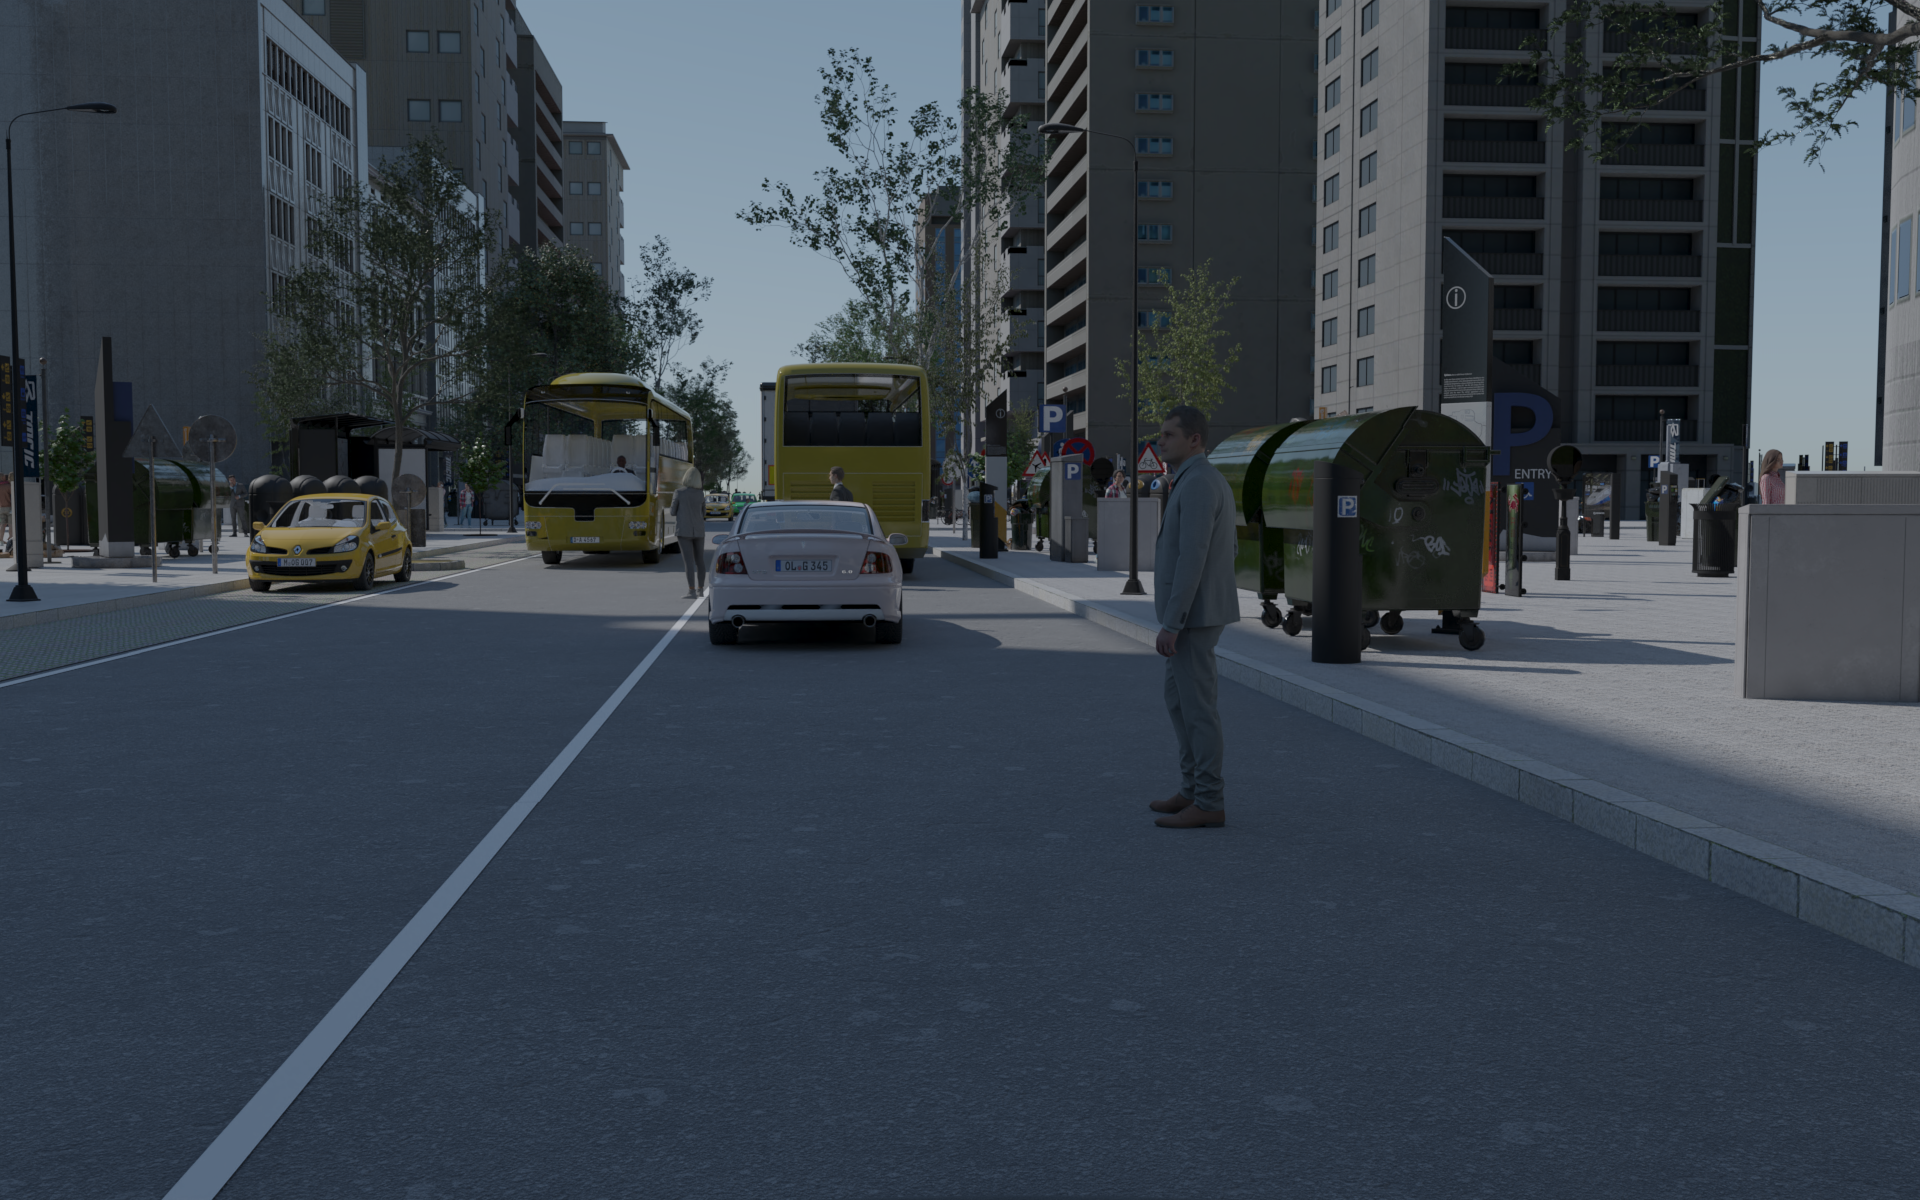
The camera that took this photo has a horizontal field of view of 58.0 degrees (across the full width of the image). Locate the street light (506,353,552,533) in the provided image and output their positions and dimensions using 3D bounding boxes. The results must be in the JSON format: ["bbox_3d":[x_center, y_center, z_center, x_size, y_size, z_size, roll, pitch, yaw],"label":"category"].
[{"bbox_3d":[-14.285,-5.177,57.186,1.470,5.913,1.316,0,4,-6],"label":"street light"}]

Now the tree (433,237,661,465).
[{"bbox_3d":[-18.129,-9.811,77.413,9.611,12.733,9.660,0,3,0],"label":"tree"}]

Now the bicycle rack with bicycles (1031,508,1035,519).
[{"bbox_3d":[3.308,-4.121,80.757,2.925,0.926,2.852,-2,4,-32],"label":"bicycle rack with bicycles"}]

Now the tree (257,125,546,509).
[{"bbox_3d":[-13.938,-6.662,43.343,7.601,10.594,8.767,-1,4,-9],"label":"tree"}]

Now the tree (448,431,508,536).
[{"bbox_3d":[-14.588,-3.574,53.040,1.663,3.219,1.824,0,3,0],"label":"tree"}]

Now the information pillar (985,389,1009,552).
[{"bbox_3d":[0.819,-2.883,38.488,0.504,3.616,0.183,0,4,-7],"label":"information pillar"}]

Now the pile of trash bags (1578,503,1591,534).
[{"bbox_3d":[19.997,-2.837,56.131,1.912,1.369,3.447,0,4,2],"label":"pile of trash bags"}]

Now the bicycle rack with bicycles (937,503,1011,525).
[{"bbox_3d":[0.346,-3.603,72.299,2.925,0.926,2.852,-1,4,-15],"label":"bicycle rack with bicycles"}]

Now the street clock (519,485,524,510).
[{"bbox_3d":[-34.875,-8.158,137.956,0.471,2.002,0.358,-1,4,-18],"label":"street clock"}]

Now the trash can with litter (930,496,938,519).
[{"bbox_3d":[-1.645,-4.701,88.249,1.055,1.170,0.624,2,4,27],"label":"trash can with litter"}]

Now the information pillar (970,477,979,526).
[{"bbox_3d":[0.591,-3.933,68.798,0.304,2.012,0.304,3,4,38],"label":"information pillar"}]

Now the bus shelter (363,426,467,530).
[{"bbox_3d":[-16.854,-3.671,53.939,2.014,3.302,5.546,0,4,-6],"label":"bus shelter"}]

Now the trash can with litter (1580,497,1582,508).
[{"bbox_3d":[42.173,-6.425,116.436,1.055,1.170,0.624,-3,5,-40],"label":"trash can with litter"}]

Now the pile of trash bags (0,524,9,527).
[{"bbox_3d":[-38.348,-3.596,68.551,3.447,1.369,1.912,1,4,14],"label":"pile of trash bags"}]

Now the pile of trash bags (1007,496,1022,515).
[{"bbox_3d":[2.951,-5.860,105.562,3.447,1.369,1.912,1,4,11],"label":"pile of trash bags"}]

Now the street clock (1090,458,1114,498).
[{"bbox_3d":[2.832,-1.835,34.579,0.471,2.002,0.358,0,4,4],"label":"street clock"}]

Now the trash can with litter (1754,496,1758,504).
[{"bbox_3d":[54.145,-6.569,118.782,1.055,1.170,0.624,2,4,31],"label":"trash can with litter"}]

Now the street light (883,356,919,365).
[{"bbox_3d":[-1.907,-5.255,58.461,1.470,5.913,1.316,0,4,-6],"label":"street light"}]

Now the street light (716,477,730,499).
[{"bbox_3d":[-30.684,-15.410,224.489,1.470,5.913,1.316,0,4,-6],"label":"street light"}]

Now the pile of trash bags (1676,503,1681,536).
[{"bbox_3d":[23.478,-2.645,53.000,3.447,1.369,1.912,1,4,14],"label":"pile of trash bags"}]

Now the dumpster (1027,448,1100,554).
[{"bbox_3d":[2.341,-2.157,37.759,1.502,2.255,1.985,0,4,-5],"label":"dumpster"}]

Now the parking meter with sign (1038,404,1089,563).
[{"bbox_3d":[2.015,-2.245,32.966,0.543,3.016,1.738,-1,4,-16],"label":"parking meter with sign"}]

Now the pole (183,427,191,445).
[{"bbox_3d":[-23.356,-3.583,52.423,0.158,3.312,0.155,0,3,0],"label":"pole"}]

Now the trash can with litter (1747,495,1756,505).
[{"bbox_3d":[45.229,-5.435,99.923,2.233,1.210,1.678,0,4,-3],"label":"trash can with litter"}]

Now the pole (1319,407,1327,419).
[{"bbox_3d":[8.518,-2.866,40.704,0.158,3.312,0.155,0,3,0],"label":"pole"}]

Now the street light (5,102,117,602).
[{"bbox_3d":[-10.691,-2.942,20.635,1.470,5.913,1.316,0,4,-6],"label":"street light"}]

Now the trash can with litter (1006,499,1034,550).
[{"bbox_3d":[1.296,-1.733,39.725,0.624,1.170,1.055,-1,4,-18],"label":"trash can with litter"}]

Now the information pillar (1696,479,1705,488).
[{"bbox_3d":[35.285,-4.777,82.597,0.304,2.012,0.304,0,4,5],"label":"information pillar"}]

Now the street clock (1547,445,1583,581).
[{"bbox_3d":[8.958,-1.292,25.691,0.471,2.002,0.358,0,4,6],"label":"street clock"}]

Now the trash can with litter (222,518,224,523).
[{"bbox_3d":[-32.624,-4.020,76.784,1.678,1.210,2.233,-1,4,-12],"label":"trash can with litter"}]

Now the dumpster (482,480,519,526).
[{"bbox_3d":[-18.627,-3.941,70.187,1.264,1.857,1.865,0,4,-6],"label":"dumpster"}]

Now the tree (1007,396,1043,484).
[{"bbox_3d":[4.394,-11.002,130.250,4.737,8.622,4.395,0,3,0],"label":"tree"}]

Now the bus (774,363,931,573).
[{"bbox_3d":[-2.271,-2.598,34.020,2.896,3.916,12.252,0,4,-5],"label":"bus"}]

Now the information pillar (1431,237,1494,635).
[{"bbox_3d":[4.579,-1.491,15.725,0.183,3.616,0.504,-3,5,-41],"label":"information pillar"}]

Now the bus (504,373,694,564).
[{"bbox_3d":[-7.651,-2.889,38.785,2.896,3.916,12.252,0,4,-5],"label":"bus"}]

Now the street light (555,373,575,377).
[{"bbox_3d":[-15.240,-5.749,66.542,1.470,5.913,1.316,0,4,-6],"label":"street light"}]

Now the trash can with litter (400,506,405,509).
[{"bbox_3d":[-15.658,-2.224,47.421,1.678,1.210,2.233,1,4,11],"label":"trash can with litter"}]

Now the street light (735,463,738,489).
[{"bbox_3d":[-34.318,-17.689,261.758,1.470,5.913,1.316,0,4,-6],"label":"street light"}]

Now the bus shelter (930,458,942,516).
[{"bbox_3d":[-2.117,-6.381,98.258,2.014,3.302,5.546,0,4,-6],"label":"bus shelter"}]

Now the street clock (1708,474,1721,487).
[{"bbox_3d":[27.023,-3.513,62.002,0.471,2.002,0.358,2,4,25],"label":"street clock"}]

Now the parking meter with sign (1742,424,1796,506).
[{"bbox_3d":[20.379,-2.861,43.042,1.738,3.016,0.543,2,4,27],"label":"parking meter with sign"}]

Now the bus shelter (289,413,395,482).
[{"bbox_3d":[-18.741,-3.769,52.910,1.731,3.624,6.357,0,4,-6],"label":"bus shelter"}]

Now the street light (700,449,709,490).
[{"bbox_3d":[-26.292,-12.648,179.328,1.470,5.913,1.316,0,4,-6],"label":"street light"}]

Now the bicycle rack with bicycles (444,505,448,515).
[{"bbox_3d":[-31.538,-5.585,104.689,2.852,0.926,2.925,1,4,22],"label":"bicycle rack with bicycles"}]

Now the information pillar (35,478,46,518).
[{"bbox_3d":[-38.875,-4.208,73.297,0.304,2.012,0.304,2,4,26],"label":"information pillar"}]

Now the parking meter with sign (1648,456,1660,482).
[{"bbox_3d":[31.982,-5.059,78.982,0.543,3.016,1.738,3,5,43],"label":"parking meter with sign"}]

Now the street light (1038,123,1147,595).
[{"bbox_3d":[1.678,-3.019,21.909,1.470,5.913,1.316,0,4,-6],"label":"street light"}]
